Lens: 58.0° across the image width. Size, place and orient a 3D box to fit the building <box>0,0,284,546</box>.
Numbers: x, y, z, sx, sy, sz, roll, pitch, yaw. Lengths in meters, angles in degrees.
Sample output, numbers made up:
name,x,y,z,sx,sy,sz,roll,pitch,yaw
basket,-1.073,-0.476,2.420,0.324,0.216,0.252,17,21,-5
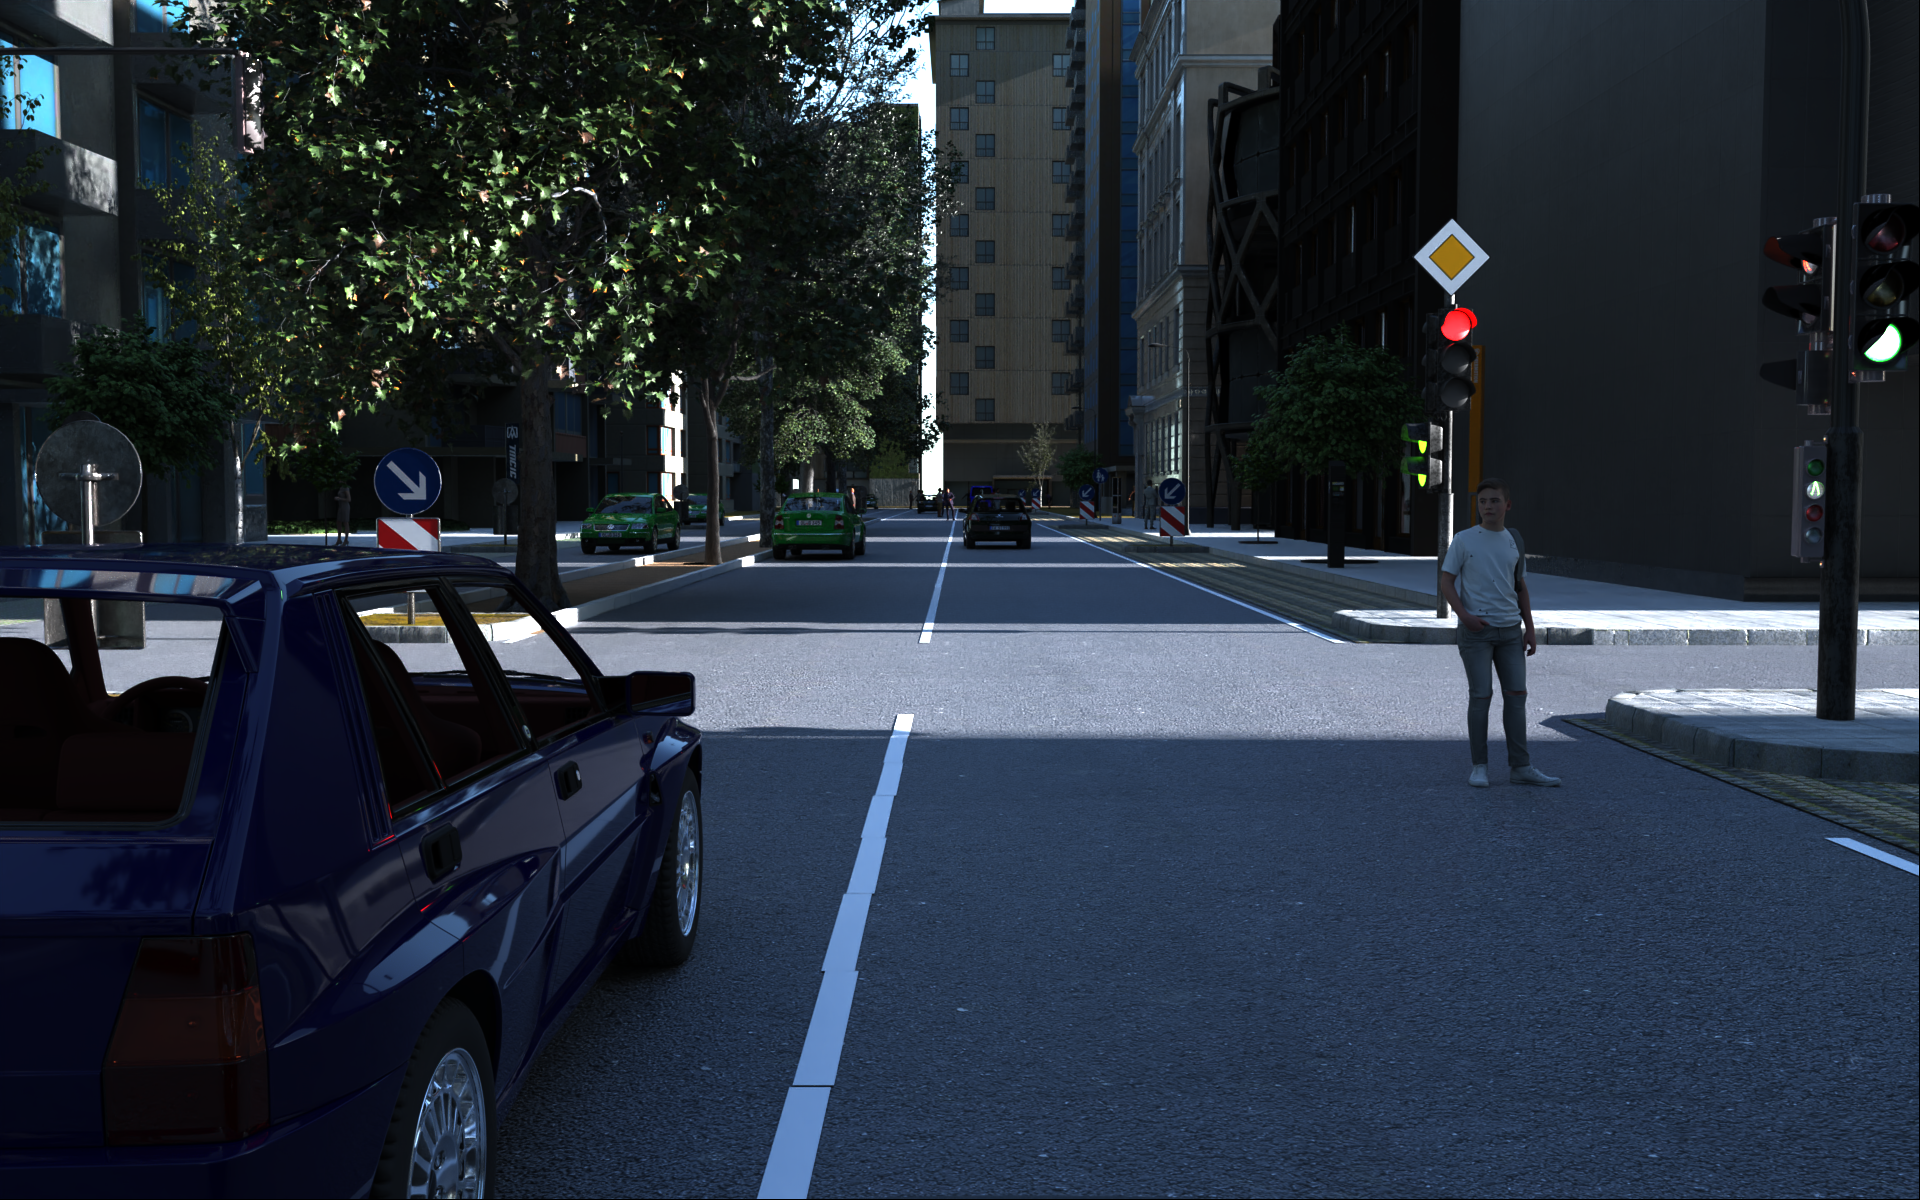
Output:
name,x,y,z,sx,sy,sz,roll,pitch,yaw
building,-28.622,-25.304,33.335,23.786,49.044,30.456,0,3,0

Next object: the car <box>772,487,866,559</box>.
name,x,y,z,sx,sy,sz,roll,pitch,yaw
car,-3.161,-1.869,39.353,1.959,1.807,4.718,0,4,2

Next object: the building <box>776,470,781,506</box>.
name,x,y,z,sx,sy,sz,roll,pitch,yaw
building,-25.444,-30.670,185.054,14.086,41.232,14.154,0,3,0

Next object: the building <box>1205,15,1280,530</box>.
name,x,y,z,sx,sy,sz,roll,pitch,yaw
building,17.539,-12.065,64.707,16.820,18.784,16.811,0,3,0

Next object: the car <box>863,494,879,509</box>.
name,x,y,z,sx,sy,sz,roll,pitch,yaw
car,-8.767,-9.374,165.069,2.131,1.459,4.920,0,3,0

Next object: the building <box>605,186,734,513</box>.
name,x,y,z,sx,sy,sz,roll,pitch,yaw
building,-29.852,-16.058,107.595,27.650,21.520,28.899,0,3,0

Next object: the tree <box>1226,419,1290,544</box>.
name,x,y,z,sx,sy,sz,roll,pitch,yaw
tree,7.662,-3.086,45.066,1.663,3.219,1.824,0,3,0

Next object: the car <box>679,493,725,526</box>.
name,x,y,z,sx,sy,sz,roll,pitch,yaw
car,-11.534,-4.141,76.510,1.959,1.807,4.718,0,4,1

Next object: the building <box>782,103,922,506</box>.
name,x,y,z,sx,sy,sz,roll,pitch,yaw
building,-11.069,-30.655,184.804,14.086,41.232,14.154,0,3,0

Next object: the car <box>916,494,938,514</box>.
name,x,y,z,sx,sy,sz,roll,pitch,yaw
car,-2.259,-7.187,127.288,2.009,1.686,4.222,0,4,0

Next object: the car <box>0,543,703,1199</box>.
name,x,y,z,sx,sy,sz,roll,pitch,yaw
car,-1.676,0.518,4.111,1.945,1.354,3.894,0,3,0

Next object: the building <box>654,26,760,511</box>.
name,x,y,z,sx,sy,sz,roll,pitch,yaw
building,-22.777,-27.208,128.439,14.154,41.232,14.086,0,3,0

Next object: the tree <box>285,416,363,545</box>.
name,x,y,z,sx,sy,sz,roll,pitch,yaw
tree,-14.796,-2.818,40.682,1.663,3.219,1.824,0,3,0

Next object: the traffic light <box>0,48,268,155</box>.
name,x,y,z,sx,sy,sz,roll,pitch,yaw
traffic light,-9.584,-2.640,17.824,4.771,5.953,1.251,0,3,0

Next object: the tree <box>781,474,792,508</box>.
name,x,y,z,sx,sy,sz,roll,pitch,yaw
tree,-14.956,-9.105,143.473,1.663,3.219,1.824,0,3,0

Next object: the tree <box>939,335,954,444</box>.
name,x,y,z,sx,sy,sz,roll,pitch,yaw
tree,-5.071,-9.078,67.891,9.611,12.733,9.660,0,3,0

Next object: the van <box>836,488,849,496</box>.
name,x,y,z,sx,sy,sz,roll,pitch,yaw
van,-8.551,-6.968,120.939,2.013,2.044,4.112,0,4,-1

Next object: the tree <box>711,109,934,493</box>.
name,x,y,z,sx,sy,sz,roll,pitch,yaw
tree,-5.220,-9.109,58.037,9.857,13.997,8.962,0,3,0

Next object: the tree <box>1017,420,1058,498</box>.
name,x,y,z,sx,sy,sz,roll,pitch,yaw
tree,7.849,-13.460,170.431,4.360,8.622,3.978,0,3,0

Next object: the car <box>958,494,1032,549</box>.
name,x,y,z,sx,sy,sz,roll,pitch,yaw
car,0.973,-2.253,46.629,2.009,1.686,4.222,0,4,-1

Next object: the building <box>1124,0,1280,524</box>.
name,x,y,z,sx,sy,sz,roll,pitch,yaw
building,15.627,-18.161,82.835,13.634,28.700,20.117,0,3,0

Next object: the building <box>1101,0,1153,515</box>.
name,x,y,z,sx,sy,sz,roll,pitch,yaw
building,25.579,-25.547,109.573,32.217,40.220,23.993,0,3,0

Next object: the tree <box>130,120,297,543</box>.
name,x,y,z,sx,sy,sz,roll,pitch,yaw
tree,-14.471,-5.186,35.153,4.737,8.622,4.395,0,3,0

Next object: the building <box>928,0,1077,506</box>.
name,x,y,z,sx,sy,sz,roll,pitch,yaw
building,10.466,-36.850,191.736,27.495,52.752,28.713,0,3,0

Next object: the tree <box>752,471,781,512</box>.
name,x,y,z,sx,sy,sz,roll,pitch,yaw
tree,-14.178,-7.933,124.304,1.663,3.219,1.824,0,3,0

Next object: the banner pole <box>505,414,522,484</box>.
name,x,y,z,sx,sy,sz,roll,pitch,yaw
banner pole,-13.674,-3.885,53.541,0.863,3.779,0.401,1,4,15

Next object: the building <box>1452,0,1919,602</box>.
name,x,y,z,sx,sy,sz,roll,pitch,yaw
building,21.219,-14.163,25.080,24.014,27.812,14.314,0,3,0

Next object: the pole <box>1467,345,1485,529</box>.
name,x,y,z,sx,sy,sz,roll,pitch,yaw
pole,7.103,-1.835,23.843,0.158,3.312,0.155,0,3,0

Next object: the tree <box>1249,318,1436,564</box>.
name,x,y,z,sx,sy,sz,roll,pitch,yaw
tree,7.159,-2.974,32.335,4.285,4.588,4.351,0,3,0

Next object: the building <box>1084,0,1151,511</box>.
name,x,y,z,sx,sy,sz,roll,pitch,yaw
building,16.669,-29.258,128.486,14.600,45.320,14.200,0,3,0

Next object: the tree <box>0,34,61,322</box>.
name,x,y,z,sx,sy,sz,roll,pitch,yaw
tree,-13.808,-4.378,21.938,4.737,8.622,4.395,0,3,0

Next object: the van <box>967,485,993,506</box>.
name,x,y,z,sx,sy,sz,roll,pitch,yaw
van,1.667,-7.823,132.291,2.240,2.365,5.245,0,4,1

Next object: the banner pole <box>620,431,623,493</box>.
name,x,y,z,sx,sy,sz,roll,pitch,yaw
banner pole,-13.510,-4.847,69.262,0.401,3.779,0.863,-1,4,-10

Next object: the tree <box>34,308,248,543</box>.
name,x,y,z,sx,sy,sz,roll,pitch,yaw
tree,-14.432,-2.867,30.595,4.285,4.588,4.351,0,3,0

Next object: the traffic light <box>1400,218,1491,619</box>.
name,x,y,z,sx,sy,sz,roll,pitch,yaw
traffic light,4.985,-1.766,17.791,0.839,4.253,0.868,0,3,0

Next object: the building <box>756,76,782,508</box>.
name,x,y,z,sx,sy,sz,roll,pitch,yaw
building,-29.814,-34.469,152.805,27.495,52.752,28.713,0,3,0

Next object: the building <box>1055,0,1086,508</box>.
name,x,y,z,sx,sy,sz,roll,pitch,yaw
building,20.685,-32.505,151.057,23.786,49.044,30.456,0,3,0

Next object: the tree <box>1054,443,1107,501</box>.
name,x,y,z,sx,sy,sz,roll,pitch,yaw
tree,7.660,-7.742,110.296,4.285,4.588,4.351,0,3,0

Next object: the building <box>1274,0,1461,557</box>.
name,x,y,z,sx,sy,sz,roll,pitch,yaw
building,15.457,-13.028,42.692,12.332,23.373,15.834,0,3,0

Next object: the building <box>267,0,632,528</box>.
name,x,y,z,sx,sy,sz,roll,pitch,yaw
building,-27.236,-25.819,76.773,22.147,44.769,28.867,0,3,0

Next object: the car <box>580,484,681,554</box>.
name,x,y,z,sx,sy,sz,roll,pitch,yaw
car,-8.135,-2.088,42.936,1.959,1.807,4.718,0,4,2

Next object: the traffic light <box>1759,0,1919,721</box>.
name,x,y,z,sx,sy,sz,roll,pitch,yaw
traffic light,2.886,-2.141,9.667,4.771,5.953,1.251,0,3,0
